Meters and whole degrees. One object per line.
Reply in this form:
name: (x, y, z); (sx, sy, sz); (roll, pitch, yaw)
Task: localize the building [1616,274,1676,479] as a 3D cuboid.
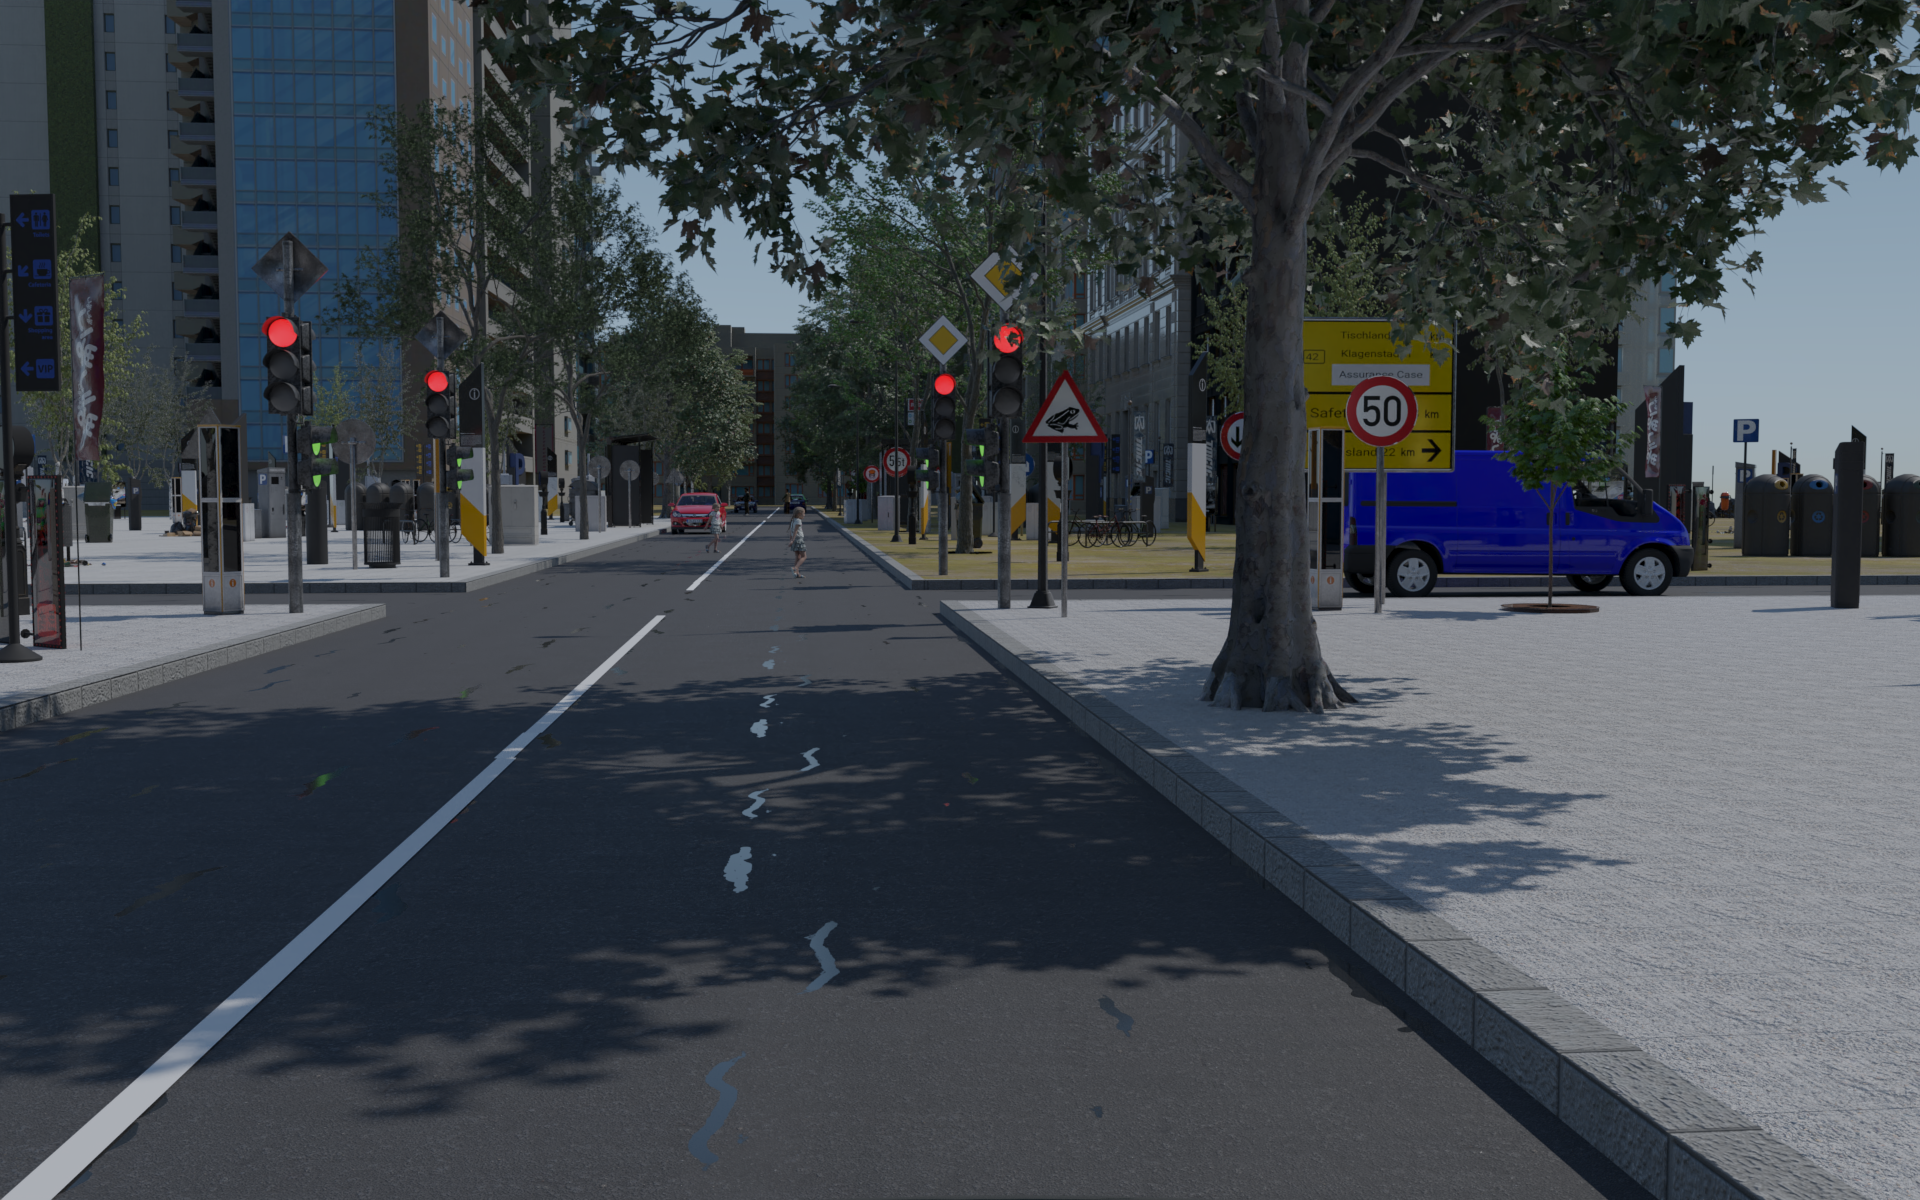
building: (48.018, -32.881, 157.218); (30.456, 49.044, 23.786); (0, 4, -5)

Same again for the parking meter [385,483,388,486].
parking meter: (-30.881, -5.332, 92.881); (0.399, 1.863, 0.255); (1, 4, 10)

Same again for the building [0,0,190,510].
building: (-70.932, -37.019, 147.256); (28.212, 58.520, 21.231); (0, 4, -5)

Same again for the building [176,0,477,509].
building: (-38.145, -27.908, 106.411); (14.600, 45.320, 14.200); (0, 4, -5)

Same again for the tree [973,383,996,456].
tree: (2.124, -9.217, 101.054); (4.737, 8.622, 4.395); (0, 3, 0)

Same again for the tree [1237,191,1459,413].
tree: (9.731, -5.618, 42.218); (4.737, 8.622, 4.395); (0, 3, 0)

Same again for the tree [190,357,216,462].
tree: (-39.479, -8.343, 86.763); (4.360, 8.622, 3.978); (0, 3, 0)

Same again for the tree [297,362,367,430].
tree: (-35.169, -8.941, 96.542); (4.737, 8.622, 4.395); (0, 3, 0)

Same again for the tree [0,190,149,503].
tree: (-21.924, -5.610, 42.080); (4.737, 8.622, 4.395); (0, 3, 0)

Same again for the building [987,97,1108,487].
building: (9.913, -30.215, 144.124); (14.600, 45.320, 14.200); (0, 4, -5)

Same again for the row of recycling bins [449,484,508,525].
row of recycling bins: (-19.916, -3.941, 71.549); (3.534, 1.692, 1.069); (1, 4, 21)

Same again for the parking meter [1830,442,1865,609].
parking meter: (10.008, -0.846, 19.538); (0.255, 1.863, 0.399); (1, 4, 19)

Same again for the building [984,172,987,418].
building: (8.964, -29.042, 158.424); (14.154, 41.232, 14.086); (0, 4, -5)

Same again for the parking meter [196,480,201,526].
parking meter: (-31.050, -3.966, 70.549); (0.399, 1.863, 0.255); (1, 4, 13)

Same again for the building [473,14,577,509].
building: (-45.383, -32.179, 149.825); (21.600, 48.544, 21.300); (0, 4, -5)

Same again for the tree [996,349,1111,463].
tree: (5.132, -8.273, 85.620); (4.737, 8.622, 4.395); (0, 3, 0)

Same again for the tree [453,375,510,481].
tree: (-27.230, -9.050, 98.337); (4.737, 8.622, 4.395); (0, 3, 0)

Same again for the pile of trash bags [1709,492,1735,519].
pile of trash bags: (40.429, -5.035, 92.079); (1.912, 1.369, 3.447); (1, 4, 14)

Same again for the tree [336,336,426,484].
tree: (-26.633, -7.892, 79.390); (4.360, 8.622, 3.978); (0, 3, 0)

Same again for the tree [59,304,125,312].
tree: (-32.544, -6.983, 64.530); (4.360, 8.622, 3.978); (0, 3, 0)

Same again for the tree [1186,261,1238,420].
tree: (9.372, -6.415, 55.249); (4.737, 8.622, 4.395); (0, 3, 0)

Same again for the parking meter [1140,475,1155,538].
parking meter: (5.523, -2.773, 51.042); (0.399, 1.863, 0.255); (-1, 4, -13)

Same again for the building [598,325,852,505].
building: (-28.139, -22.469, 212.411); (28.899, 21.520, 27.650); (0, 4, -5)

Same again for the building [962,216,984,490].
building: (12.021, -32.171, 217.872); (23.993, 40.220, 32.217); (0, 4, -5)

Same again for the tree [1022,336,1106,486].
tree: (4.546, -7.798, 77.862); (4.360, 8.622, 3.978); (0, 3, 0)

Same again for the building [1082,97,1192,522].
building: (14.250, -17.936, 90.520); (12.463, 27.353, 25.104); (0, 4, -5)

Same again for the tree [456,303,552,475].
tree: (-17.716, -7.090, 66.288); (4.360, 8.622, 3.978); (0, 3, 0)

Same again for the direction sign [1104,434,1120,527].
direction sign: (5.628, -4.492, 65.444); (0.876, 3.537, 0.379); (-1, 4, -16)

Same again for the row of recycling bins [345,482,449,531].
row of recycling bins: (-20.007, -3.296, 61.010); (3.534, 1.692, 1.069); (1, 4, 9)

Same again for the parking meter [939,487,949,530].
parking meter: (-0.565, -3.259, 61.692); (0.372, 1.533, 0.369); (0, 3, 0)

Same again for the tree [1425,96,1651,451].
tree: (10.220, -4.958, 31.430); (4.360, 8.622, 3.978); (0, 3, 0)

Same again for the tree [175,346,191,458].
tree: (-37.969, -7.899, 79.505); (4.360, 8.622, 3.978); (0, 3, 0)

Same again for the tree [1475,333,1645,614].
tree: (6.473, -1.483, 18.855); (1.663, 3.219, 1.824); (0, 3, 0)

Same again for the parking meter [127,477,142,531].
parking meter: (-28.959, -3.369, 60.795); (0.255, 1.863, 0.399); (3, 5, 42)

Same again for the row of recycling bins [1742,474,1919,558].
row of recycling bins: (17.991, -1.744, 35.628); (3.534, 1.692, 1.069); (1, 4, 9)

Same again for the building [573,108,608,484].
building: (-57.448, -35.884, 206.309); (30.456, 49.044, 23.786); (0, 4, -5)

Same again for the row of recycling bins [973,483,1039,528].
row of recycling bins: (1.779, -3.610, 66.136); (3.534, 1.692, 1.069); (0, 4, -8)

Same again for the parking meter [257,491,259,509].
parking meter: (-34.550, -4.725, 85.664); (0.372, 1.533, 0.369); (0, 3, 0)

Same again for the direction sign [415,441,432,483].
direction sign: (-23.144, -5.063, 74.780); (0.379, 3.537, 0.876); (2, 4, 30)

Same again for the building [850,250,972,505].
building: (-6.057, -26.631, 207.118); (14.107, 30.474, 14.160); (0, 4, -5)

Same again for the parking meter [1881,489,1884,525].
parking meter: (38.936, -3.939, 72.808); (0.372, 1.533, 0.369); (0, 3, 0)

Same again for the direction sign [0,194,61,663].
direction sign: (-7.262, -1.297, 13.200); (0.876, 3.537, 0.379); (0, 4, 6)

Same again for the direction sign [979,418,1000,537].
direction sign: (1.015, -3.656, 51.766); (0.876, 3.537, 0.379); (0, 4, 0)

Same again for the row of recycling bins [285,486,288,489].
row of recycling bins: (-33.480, -5.042, 89.555); (3.534, 1.692, 1.069); (-2, 4, -30)

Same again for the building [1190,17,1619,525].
building: (17.242, -14.723, 70.403); (12.332, 23.373, 15.834); (0, 4, -5)

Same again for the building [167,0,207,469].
building: (-43.200, -30.612, 124.200); (21.300, 48.544, 21.600); (0, 4, -5)

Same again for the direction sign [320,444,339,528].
direction sign: (-24.118, -4.538, 66.188); (0.379, 3.537, 0.876); (2, 4, 32)

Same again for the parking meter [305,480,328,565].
parking meter: (-11.725, -1.416, 31.561); (0.372, 1.533, 0.369); (0, 3, 0)

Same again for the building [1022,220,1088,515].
building: (19.291, -17.029, 123.456); (27.650, 21.520, 28.899); (0, 4, -5)
